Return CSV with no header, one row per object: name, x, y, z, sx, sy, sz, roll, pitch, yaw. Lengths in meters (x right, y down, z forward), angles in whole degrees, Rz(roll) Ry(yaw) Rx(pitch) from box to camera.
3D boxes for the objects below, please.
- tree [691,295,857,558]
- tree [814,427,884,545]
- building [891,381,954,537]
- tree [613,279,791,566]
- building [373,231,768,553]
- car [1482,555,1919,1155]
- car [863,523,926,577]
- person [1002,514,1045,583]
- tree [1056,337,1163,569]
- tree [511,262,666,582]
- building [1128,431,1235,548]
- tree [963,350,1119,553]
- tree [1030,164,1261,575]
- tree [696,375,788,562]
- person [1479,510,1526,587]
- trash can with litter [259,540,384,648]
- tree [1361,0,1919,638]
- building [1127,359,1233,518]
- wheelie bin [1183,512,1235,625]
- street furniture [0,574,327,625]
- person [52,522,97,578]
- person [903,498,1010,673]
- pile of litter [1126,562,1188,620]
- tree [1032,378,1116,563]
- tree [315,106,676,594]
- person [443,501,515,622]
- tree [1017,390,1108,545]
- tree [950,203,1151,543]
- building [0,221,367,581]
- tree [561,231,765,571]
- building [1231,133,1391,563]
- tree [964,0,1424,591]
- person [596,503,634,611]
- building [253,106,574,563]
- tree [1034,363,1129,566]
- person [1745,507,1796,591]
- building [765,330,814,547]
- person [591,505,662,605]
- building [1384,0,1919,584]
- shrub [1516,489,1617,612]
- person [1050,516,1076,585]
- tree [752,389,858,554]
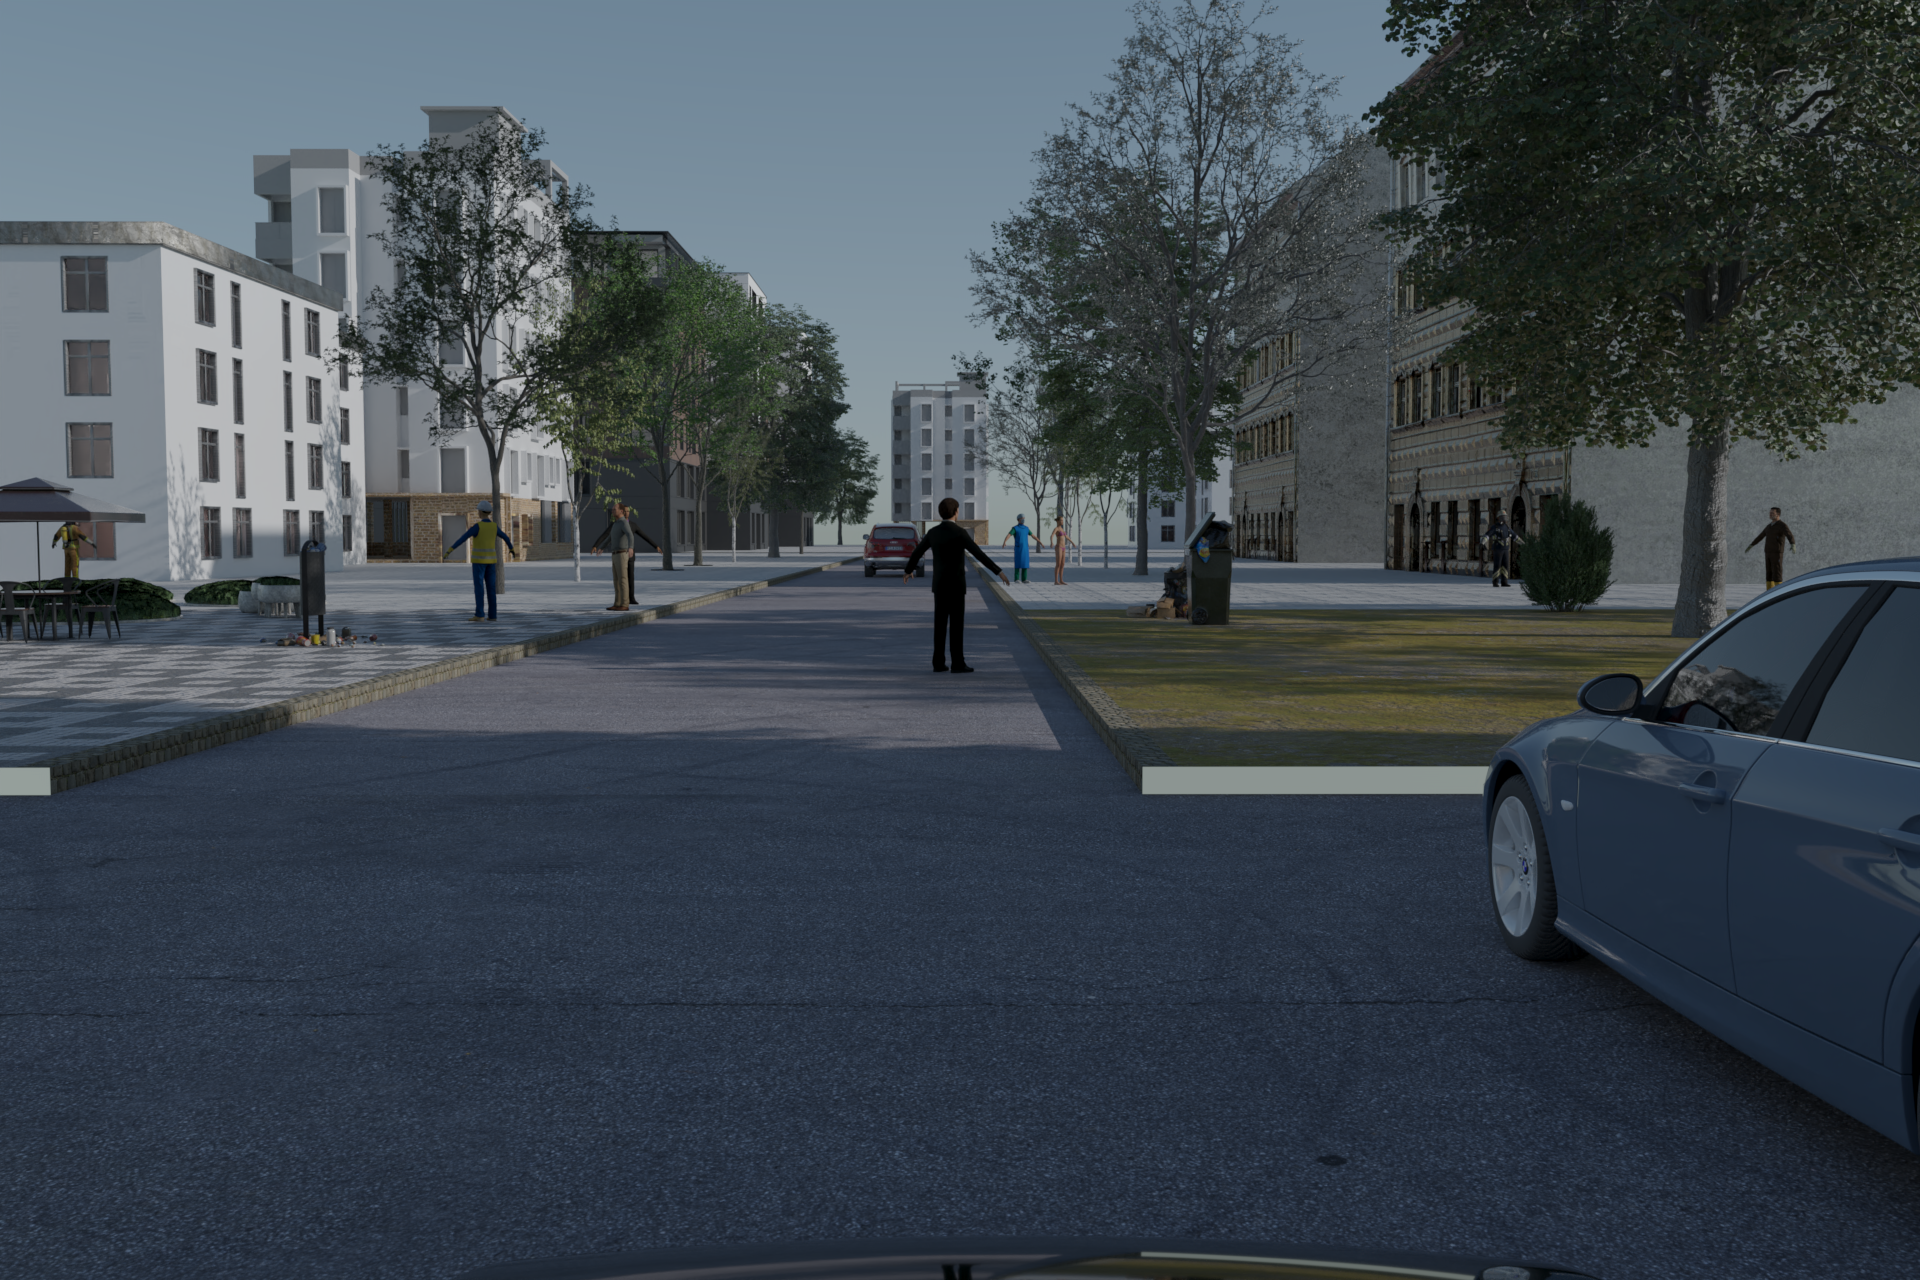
tree,-10.092,-11.473,94.233,9.857,13.997,8.962,0,3,0
tree,-14.017,-18.159,203.554,9.857,13.997,8.962,0,3,0
building,-7.724,-21.210,205.666,11.380,20.090,16.016,0,4,-8
tree,-10.381,-8.780,69.310,9.928,11.665,9.643,0,3,0
building,-30.362,-17.686,133.146,27.936,21.610,32.646,0,4,-1
car,2.739,0.467,4.367,2.014,1.417,4.499,0,4,0
car,-2.210,-3.092,59.235,2.281,1.827,5.304,0,4,-1
person,1.612,-2.383,45.096,1.347,1.817,0.704,-2,4,-34
tree,5.425,-6.980,64.482,4.360,8.622,3.978,0,3,0
tree,-10.199,-5.868,46.298,4.737,8.622,4.395,0,3,0
building,20.968,-13.008,154.820,9.099,9.664,28.070,0,4,-1
tree,5.224,-12.541,115.421,12.009,13.543,11.850,0,3,0
tree,5.774,-8.316,54.097,7.486,12.596,7.792,0,3,0
tree,-10.489,-7.829,78.364,4.360,8.622,3.978,0,3,0
person,13.117,-2.212,41.944,1.354,1.856,0.705,-1,4,-17
trash can with litter,-7.444,-0.582,20.574,1.678,1.210,2.233,0,4,-1
tree,9.236,-7.014,21.339,9.857,13.997,8.962,0,3,0
building,23.085,-20.078,184.693,16.016,20.090,11.380,0,3,0
wheelie bin,3.559,-1.026,24.683,0.693,1.594,0.980,0,3,0
street furniture,-13.722,-0.839,29.352,5.734,0.657,10.072,-1,4,-22
person,-23.087,-2.401,45.031,1.354,1.858,0.705,1,4,15
person,-0.093,-0.569,17.946,1.347,1.806,0.705,3,4,36
pile of litter,3.140,-0.780,26.712,1.176,0.858,1.719,0,3,0
tree,4.843,-7.748,77.036,4.360,8.622,3.978,0,3,0
tree,-9.770,-6.280,37.093,8.767,10.594,7.601,1,4,14
person,-7.057,-1.166,25.533,0.721,1.772,1.216,3,5,40
tree,13.083,-21.196,202.442,12.611,20.169,13.585,0,3,0
tree,5.894,-14.702,96.270,12.611,20.169,13.585,0,3,0
building,-26.098,-7.247,60.640,9.099,9.664,28.070,0,4,-1
tree,-10.422,-8.243,60.522,9.928,11.665,9.643,0,3,0
building,24.122,-15.540,85.012,19.493,23.208,18.063,0,4,0
tree,5.203,-7.858,38.848,12.009,13.543,11.850,0,3,0
person,-5.716,-1.388,28.964,0.705,1.796,1.348,-2,4,-35
building,-25.286,-13.553,78.009,16.016,20.090,11.380,0,4,0
tree,4.662,-7.326,70.147,4.360,8.622,3.978,0,3,0
person,15.878,-1.694,33.827,0.704,1.812,1.346,-1,4,-15
building,-29.597,-19.956,170.256,27.936,21.610,32.646,0,4,0
person,-6.074,-1.542,31.439,1.346,1.802,0.704,-2,4,-30
building,24.628,-13.564,52.703,19.493,23.208,18.063,0,4,-1
shrub,10.003,-1.482,28.649,1.690,2.028,1.600,0,3,0
person,2.586,-2.255,43.669,0.721,1.733,1.217,2,4,33
tree,-10.282,-10.739,109.994,8.767,10.594,7.601,1,4,22
